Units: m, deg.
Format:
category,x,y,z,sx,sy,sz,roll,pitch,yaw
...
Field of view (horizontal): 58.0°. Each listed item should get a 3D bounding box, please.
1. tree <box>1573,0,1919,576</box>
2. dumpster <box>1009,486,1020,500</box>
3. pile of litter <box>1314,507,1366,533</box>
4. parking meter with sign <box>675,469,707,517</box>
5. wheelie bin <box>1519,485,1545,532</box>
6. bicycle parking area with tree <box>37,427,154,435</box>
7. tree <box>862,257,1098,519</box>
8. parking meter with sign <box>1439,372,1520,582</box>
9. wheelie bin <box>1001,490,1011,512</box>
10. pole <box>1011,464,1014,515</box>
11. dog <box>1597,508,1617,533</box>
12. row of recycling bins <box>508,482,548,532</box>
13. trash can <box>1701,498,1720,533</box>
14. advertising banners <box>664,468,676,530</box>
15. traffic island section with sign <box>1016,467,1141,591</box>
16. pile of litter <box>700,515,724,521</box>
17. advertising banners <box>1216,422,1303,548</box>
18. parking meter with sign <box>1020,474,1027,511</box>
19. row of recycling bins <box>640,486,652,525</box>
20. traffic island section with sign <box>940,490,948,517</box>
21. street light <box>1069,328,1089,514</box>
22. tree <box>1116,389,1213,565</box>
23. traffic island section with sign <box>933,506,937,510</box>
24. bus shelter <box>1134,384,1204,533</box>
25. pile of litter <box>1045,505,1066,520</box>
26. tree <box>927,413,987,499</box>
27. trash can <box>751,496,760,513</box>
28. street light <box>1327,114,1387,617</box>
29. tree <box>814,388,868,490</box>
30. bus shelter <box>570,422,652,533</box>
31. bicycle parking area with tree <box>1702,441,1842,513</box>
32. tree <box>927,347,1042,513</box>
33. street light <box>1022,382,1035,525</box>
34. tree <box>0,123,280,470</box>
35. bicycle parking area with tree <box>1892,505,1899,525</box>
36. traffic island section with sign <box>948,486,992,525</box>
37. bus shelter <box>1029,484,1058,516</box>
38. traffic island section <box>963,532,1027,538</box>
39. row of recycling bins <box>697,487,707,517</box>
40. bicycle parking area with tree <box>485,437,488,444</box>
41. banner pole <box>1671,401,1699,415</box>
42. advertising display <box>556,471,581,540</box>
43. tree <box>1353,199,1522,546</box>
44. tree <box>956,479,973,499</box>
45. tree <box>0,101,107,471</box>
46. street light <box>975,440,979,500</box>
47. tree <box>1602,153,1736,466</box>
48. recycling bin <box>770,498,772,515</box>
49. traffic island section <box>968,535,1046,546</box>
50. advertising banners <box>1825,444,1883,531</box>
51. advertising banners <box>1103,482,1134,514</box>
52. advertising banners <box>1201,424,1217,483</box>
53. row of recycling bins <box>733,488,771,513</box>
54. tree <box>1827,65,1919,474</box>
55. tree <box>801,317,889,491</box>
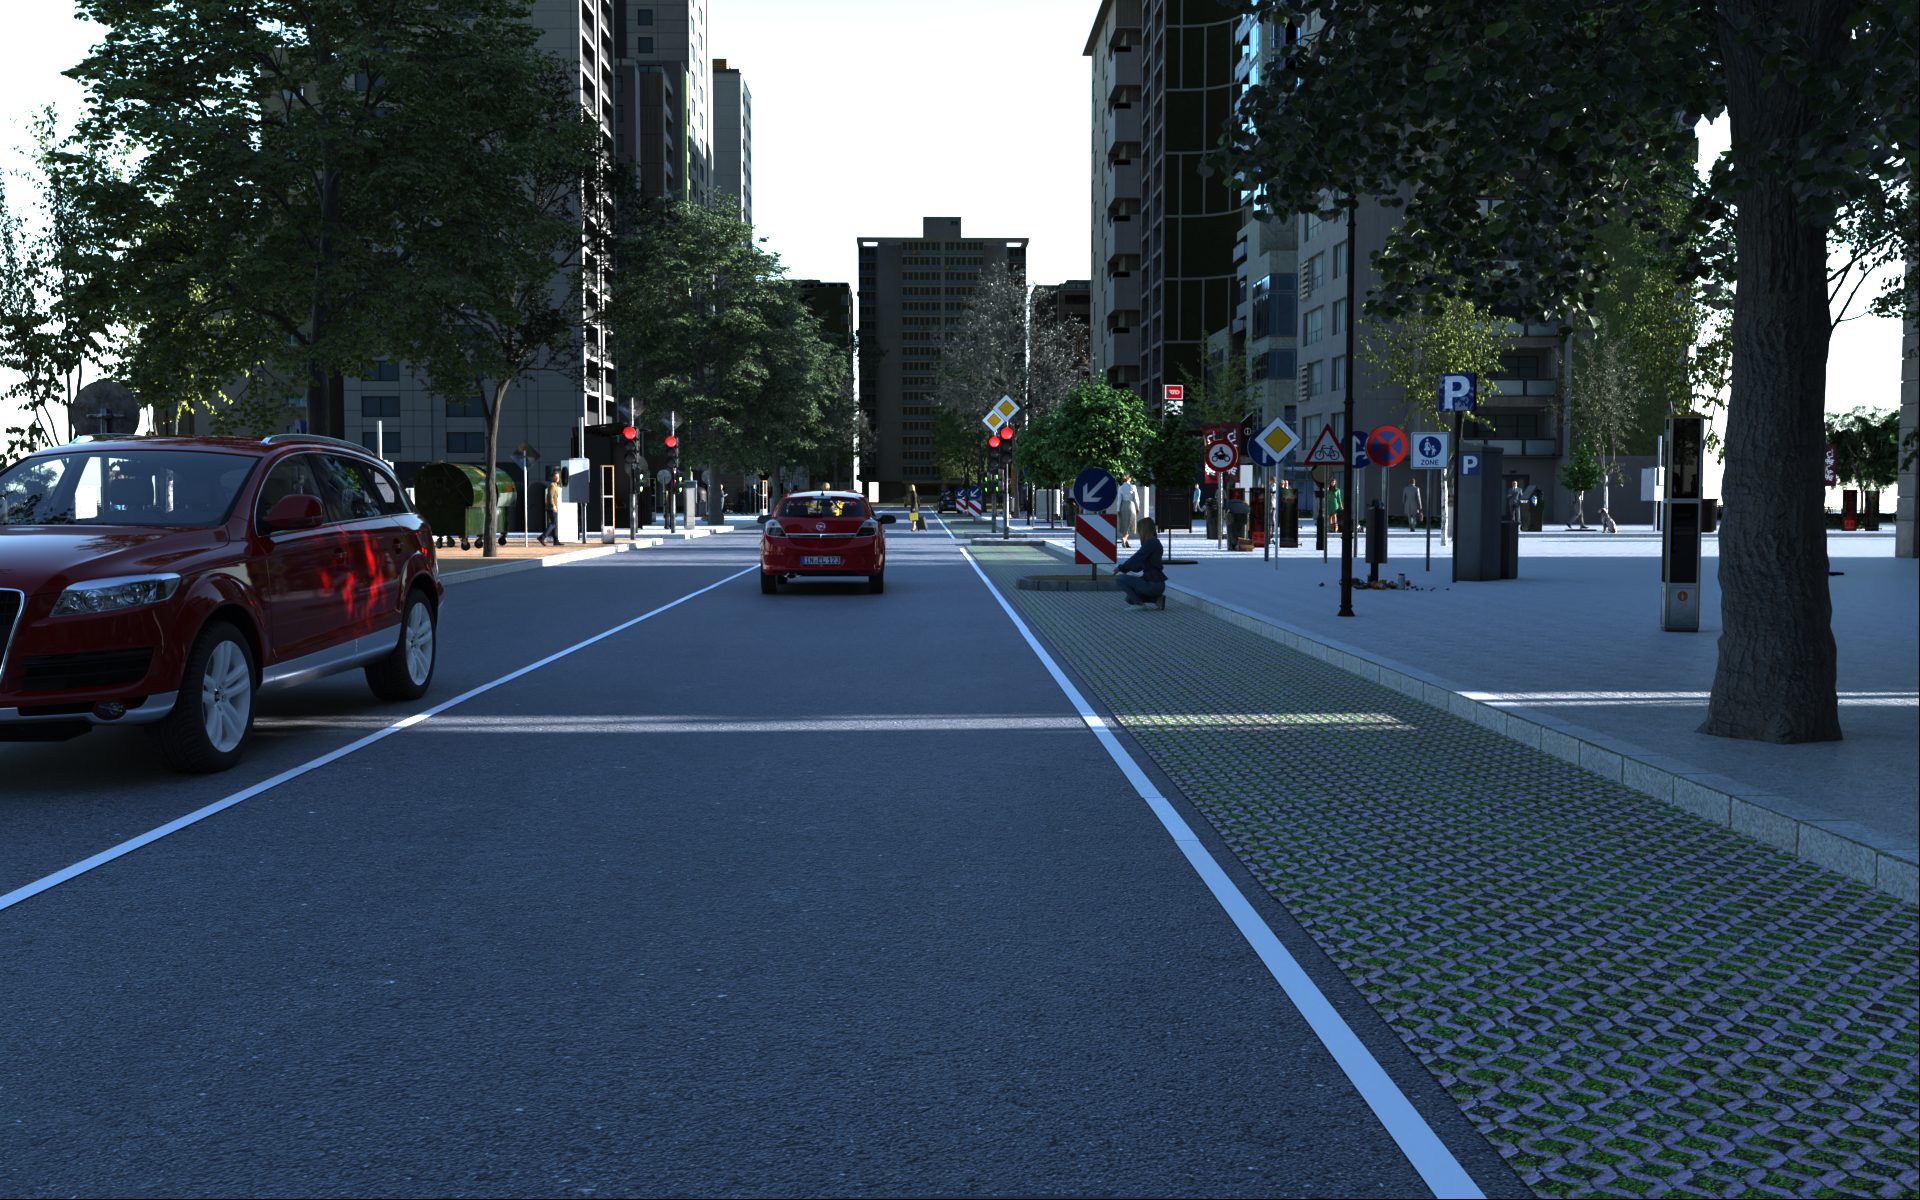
category,x,y,z,sx,sy,sz,roll,pitch,yaw
tree,13.331,-6.216,27.393,9.928,11.665,9.643,0,3,0
dumpster,3.831,-7.552,129.240,1.264,1.857,1.865,0,4,-1
pile of litter,12.698,-2.673,57.667,1.719,0.858,1.176,2,4,24
parking meter with sign,-14.881,-6.085,95.743,1.738,3.016,0.543,0,4,-5
wheelie bin,19.551,-3.134,59.155,0.693,1.594,0.980,-1,4,-10
bicycle parking area with tree,-38.168,-5.489,76.741,8.231,4.147,9.016,-3,5,-45
tree,2.855,-10.978,89.857,12.009,13.543,11.850,0,3,0
parking meter with sign,7.736,-1.799,25.669,0.543,3.016,1.738,3,5,42
wheelie bin,3.351,-7.048,123.143,0.980,1.594,0.693,-1,4,-16
pole,3.185,-6.785,104.779,0.158,3.312,0.155,0,3,0
dog,21.387,-2.607,56.999,0.513,0.831,0.800,0,4,-7
row of recycling bins,-15.390,-3.190,59.271,3.534,1.692,1.069,2,4,35
trash can,24.969,-2.827,57.878,0.748,1.137,0.748,0,3,0
advertising banners,-10.593,-4.118,63.509,0.090,3.025,2.074,0,4,4
traffic island section with sign,1.868,-1.079,26.271,1.989,1.847,2.006,0,4,-1
pile of litter,-11.820,-4.170,82.152,1.176,0.858,1.719,2,4,27
advertising banners,7.234,-2.784,41.707,2.074,3.025,0.090,2,4,29
parking meter with sign,4.821,-8.286,131.741,0.543,3.016,1.738,-1,4,-12
row of recycling bins,-13.827,-3.928,71.335,1.069,1.692,3.534,2,4,23
traffic island section with sign,-0.079,-6.121,108.708,1.989,1.847,2.006,0,4,-1
street light,3.310,-4.618,48.291,0.468,5.910,1.993,0,4,-1
tree,3.886,-2.287,31.997,1.663,3.219,1.824,0,3,0
traffic island section with sign,-1.268,-9.176,158.660,1.989,1.847,2.006,0,4,-1
bus shelter,7.169,-5.094,60.921,2.179,5.291,8.768,0,4,-1
pile of litter,5.011,-4.373,85.464,1.719,0.858,1.176,0,4,-4
tree,-0.166,-17.145,198.441,7.486,12.596,7.792,0,3,0
trash can,-13.949,-6.538,118.556,0.748,1.137,0.748,0,3,0
street light,4.058,-2.767,18.026,0.468,5.910,1.993,0,4,-1
tree,-12.460,-14.512,163.019,9.928,11.665,9.643,0,3,0
bus shelter,-11.909,-4.173,59.510,1.731,3.624,6.357,0,4,-1
bicycle parking area with tree,42.553,-6.511,93.462,8.231,4.147,9.016,0,4,6
tree,1.782,-11.849,119.491,9.928,11.665,9.643,0,3,0
street light,2.834,-6.045,71.616,0.468,5.910,1.993,0,4,-1
tree,-16.986,-5.315,37.264,4.737,8.622,4.395,0,3,0
bicycle parking area with tree,41.843,-4.921,67.455,9.016,4.147,8.231,-1,4,-22
traffic island section with sign,0.555,-4.459,81.526,1.989,1.847,2.006,0,4,-1
bus shelter,4.674,-6.674,100.406,1.731,3.624,6.357,0,4,-2
traffic island section,1.135,-2.119,56.934,2.009,0.180,2.903,0,4,-1
row of recycling bins,-14.927,-5.587,98.455,1.069,1.692,3.534,-1,4,-9
bicycle parking area with tree,-21.258,-6.056,86.018,8.231,4.147,9.016,2,4,31
banner pole,19.319,-3.449,46.407,0.863,3.779,0.401,2,4,27
advertising display,-11.051,-2.669,48.846,0.974,1.923,0.123,3,4,37
tree,11.876,-5.643,42.628,4.737,8.622,4.395,0,3,0
tree,0.709,-12.055,191.707,1.663,3.219,1.824,0,3,0
tree,-16.763,-4.997,32.069,4.737,8.622,4.395,0,3,0
street light,1.375,-9.716,131.642,0.468,5.910,1.993,0,4,-1
tree,15.468,-5.286,36.796,4.737,8.622,4.395,0,3,0
recycling bin,-11.278,-5.747,106.518,0.722,1.027,0.722,0,4,4
traffic island section,1.323,-1.631,48.951,2.009,0.180,2.903,0,4,-1
advertising banners,30.988,-3.916,60.217,2.074,3.025,0.090,0,4,6
advertising banners,6.497,-4.535,70.336,0.090,3.025,2.074,3,5,44
advertising banners,7.020,-2.914,43.830,2.074,3.025,0.090,-1,4,-18
row of recycling bins,-13.946,-6.897,119.879,3.534,1.692,1.069,0,4,-7
tree,12.121,-4.254,19.920,4.360,8.622,3.978,0,3,0
tree,-14.174,-19.974,182.467,12.611,20.169,13.585,0,3,0
